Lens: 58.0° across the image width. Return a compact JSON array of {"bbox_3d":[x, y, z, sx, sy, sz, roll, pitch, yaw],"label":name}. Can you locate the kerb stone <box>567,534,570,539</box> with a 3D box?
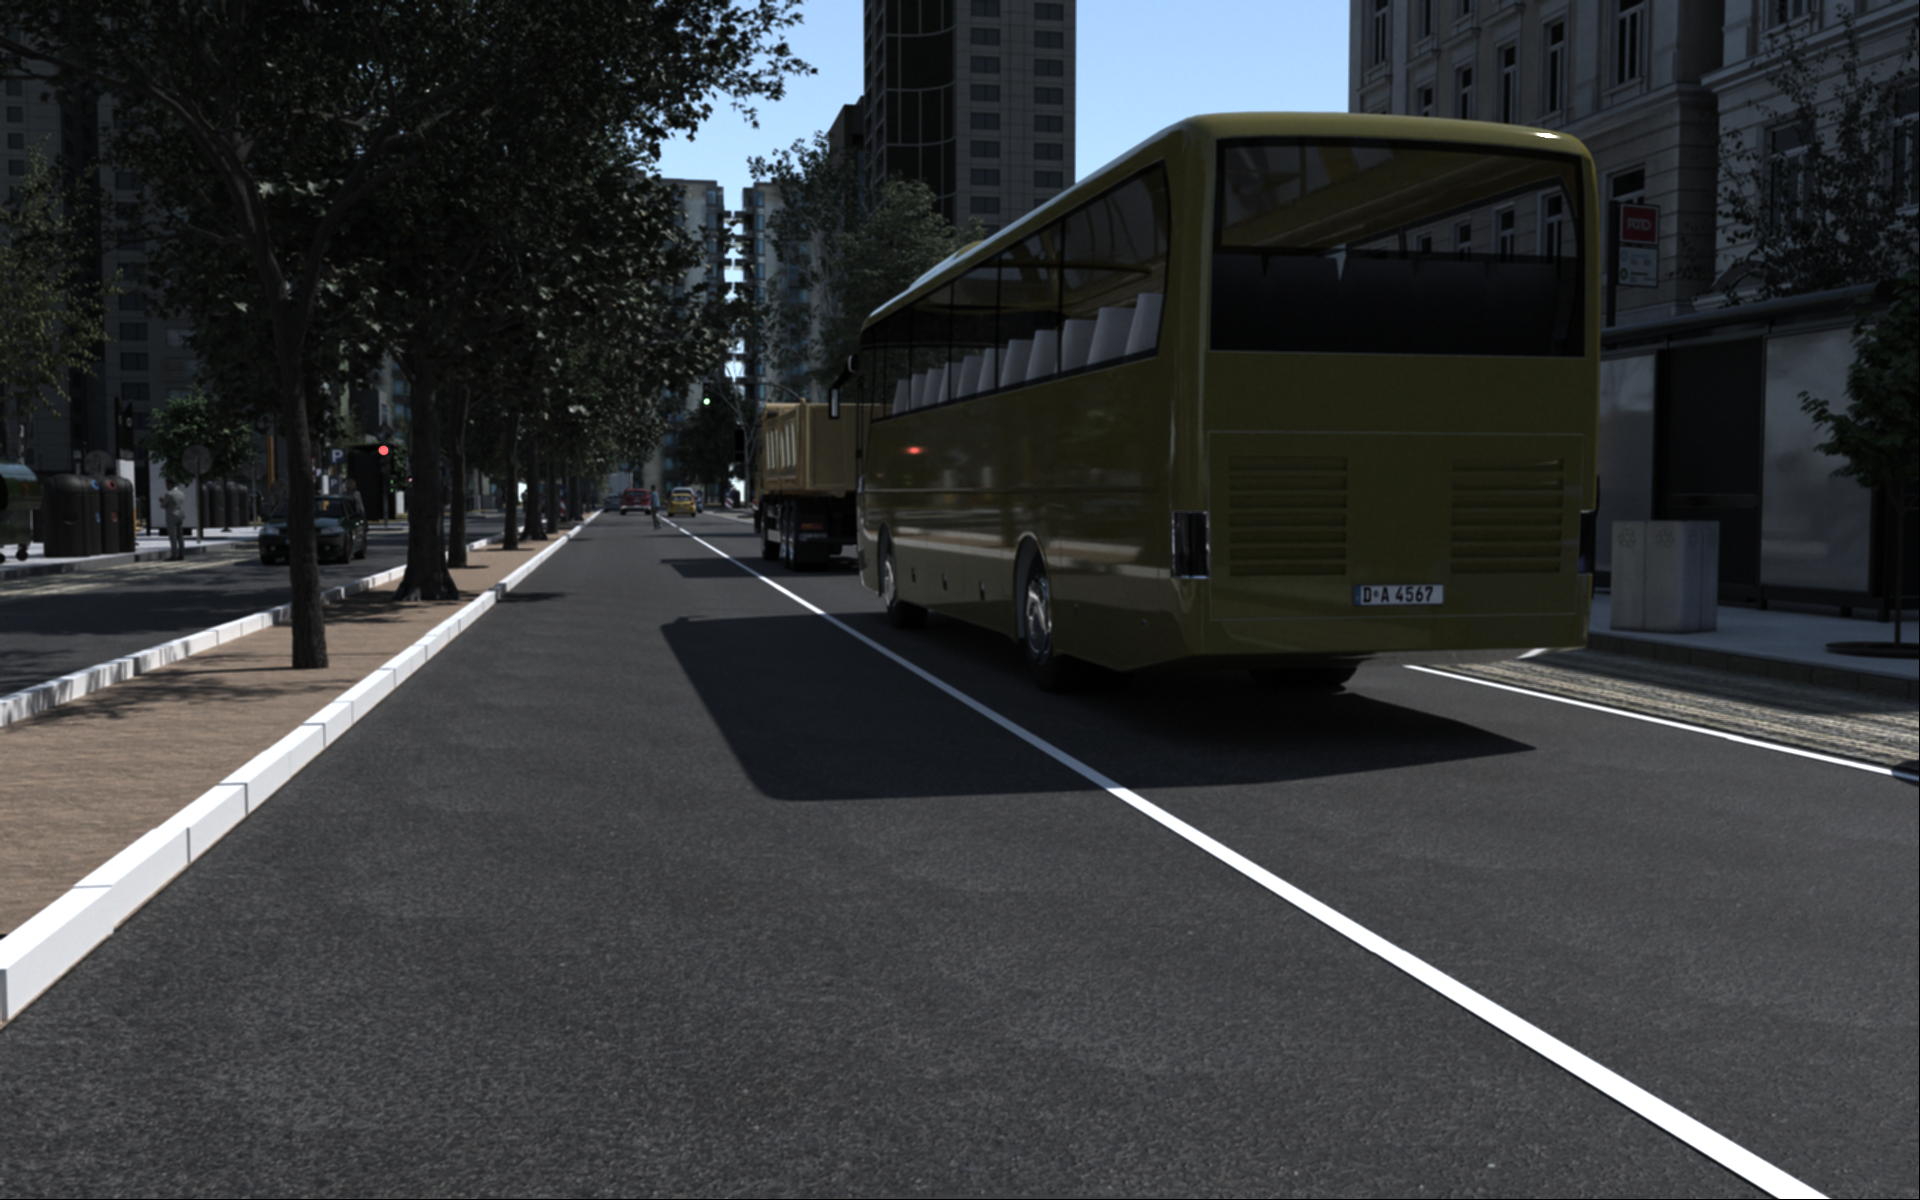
[{"bbox_3d":[-11.972,-1.848,52.476,0.120,0.150,1.000,-1,4,-11],"label":"kerb stone"}]

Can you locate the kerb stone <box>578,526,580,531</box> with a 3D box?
[{"bbox_3d":[-14.325,-2.590,64.547,0.120,0.150,1.000,-1,4,-11],"label":"kerb stone"}]

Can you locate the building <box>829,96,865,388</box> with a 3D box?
[{"bbox_3d":[-7.089,-33.421,196.548,14.600,45.320,14.200,-1,4,-11],"label":"building"}]

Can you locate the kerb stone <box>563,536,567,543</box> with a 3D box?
[{"bbox_3d":[-11.376,-1.667,49.447,0.120,0.150,1.000,-1,4,-11],"label":"kerb stone"}]

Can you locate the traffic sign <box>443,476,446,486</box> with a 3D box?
[{"bbox_3d":[-36.490,-7.456,122.003,0.768,2.556,0.104,0,4,-1],"label":"traffic sign"}]

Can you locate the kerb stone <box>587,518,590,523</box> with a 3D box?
[{"bbox_3d":[-18.160,-3.790,84.163,0.120,0.150,1.000,-1,4,-11],"label":"kerb stone"}]

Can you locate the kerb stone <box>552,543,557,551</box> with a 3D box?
[{"bbox_3d":[-10.000,-1.235,42.392,0.120,0.150,1.000,-1,4,-11],"label":"kerb stone"}]

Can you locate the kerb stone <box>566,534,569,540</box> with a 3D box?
[{"bbox_3d":[-11.778,-1.790,51.470,0.120,0.150,1.000,-1,4,-11],"label":"kerb stone"}]

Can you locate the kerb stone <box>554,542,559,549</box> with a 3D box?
[{"bbox_3d":[-10.201,-1.297,43.394,0.120,0.150,1.000,-1,4,-11],"label":"kerb stone"}]

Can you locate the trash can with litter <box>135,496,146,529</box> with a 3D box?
[{"bbox_3d":[-30.636,-3.202,63.406,1.678,1.210,2.233,2,4,28],"label":"trash can with litter"}]

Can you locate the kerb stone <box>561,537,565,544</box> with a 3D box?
[{"bbox_3d":[-11.188,-1.603,48.434,0.120,0.150,1.000,-1,4,-11],"label":"kerb stone"}]

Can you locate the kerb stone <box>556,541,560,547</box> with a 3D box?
[{"bbox_3d":[-10.392,-1.355,44.401,0.120,0.150,1.000,-1,4,-11],"label":"kerb stone"}]

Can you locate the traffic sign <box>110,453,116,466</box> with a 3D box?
[{"bbox_3d":[-26.153,-3.287,53.849,0.768,2.556,0.104,0,4,-1],"label":"traffic sign"}]

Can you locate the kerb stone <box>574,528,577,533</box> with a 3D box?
[{"bbox_3d":[-13.545,-2.340,60.531,0.120,0.150,1.000,-1,4,-11],"label":"kerb stone"}]

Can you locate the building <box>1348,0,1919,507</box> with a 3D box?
[{"bbox_3d":[21.197,-16.232,51.305,13.634,28.700,20.117,-1,4,-11],"label":"building"}]

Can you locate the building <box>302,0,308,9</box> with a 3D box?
[{"bbox_3d":[-69.494,-44.616,167.722,20.563,71.187,20.611,-1,4,-11],"label":"building"}]

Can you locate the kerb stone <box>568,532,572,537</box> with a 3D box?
[{"bbox_3d":[-12.361,-1.971,54.488,0.120,0.150,1.000,-1,4,-11],"label":"kerb stone"}]

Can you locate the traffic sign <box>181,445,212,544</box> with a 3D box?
[{"bbox_3d":[-19.729,-2.734,44.813,0.768,2.556,0.104,0,4,-8],"label":"traffic sign"}]

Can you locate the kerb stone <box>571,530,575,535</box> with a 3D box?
[{"bbox_3d":[-12.955,-2.160,57.504,0.120,0.150,1.000,-1,4,-11],"label":"kerb stone"}]

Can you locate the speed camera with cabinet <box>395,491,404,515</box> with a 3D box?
[{"bbox_3d":[-35.523,-6.965,108.218,0.660,3.252,2.038,1,4,11],"label":"speed camera with cabinet"}]

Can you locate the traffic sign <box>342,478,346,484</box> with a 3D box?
[{"bbox_3d":[-34.930,-5.884,97.385,0.795,2.450,0.064,0,4,-5],"label":"traffic sign"}]

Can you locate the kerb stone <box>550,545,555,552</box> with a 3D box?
[{"bbox_3d":[-9.809,-1.174,41.388,0.120,0.150,1.000,-1,4,-11],"label":"kerb stone"}]

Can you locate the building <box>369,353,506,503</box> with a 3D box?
[{"bbox_3d":[-79.770,-38.670,251.863,30.456,49.044,23.786,-1,4,-11],"label":"building"}]

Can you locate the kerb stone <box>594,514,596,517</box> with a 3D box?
[{"bbox_3d":[-21.098,-4.713,99.252,0.120,0.150,1.000,-1,4,-11],"label":"kerb stone"}]

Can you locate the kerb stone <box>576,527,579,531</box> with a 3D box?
[{"bbox_3d":[-13.931,-2.466,62.540,0.120,0.150,1.000,-1,4,-11],"label":"kerb stone"}]

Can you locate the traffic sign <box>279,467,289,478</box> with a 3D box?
[{"bbox_3d":[-30.954,-4.874,79.794,0.768,2.556,0.104,-1,4,-9],"label":"traffic sign"}]

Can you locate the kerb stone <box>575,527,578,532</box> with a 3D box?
[{"bbox_3d":[-13.737,-2.406,61.537,0.120,0.150,1.000,-1,4,-11],"label":"kerb stone"}]

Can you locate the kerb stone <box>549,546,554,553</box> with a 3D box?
[{"bbox_3d":[-9.611,-1.112,40.381,0.120,0.150,1.000,-1,4,-11],"label":"kerb stone"}]

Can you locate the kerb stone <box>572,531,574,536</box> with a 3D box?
[{"bbox_3d":[-12.755,-2.098,56.502,0.120,0.150,1.000,-1,4,-11],"label":"kerb stone"}]

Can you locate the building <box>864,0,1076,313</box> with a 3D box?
[{"bbox_3d":[-0.566,-45.318,179.203,20.563,71.187,20.611,-1,4,-11],"label":"building"}]

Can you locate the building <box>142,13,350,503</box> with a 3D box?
[{"bbox_3d":[-62.096,-28.622,151.564,14.154,41.232,14.086,-1,4,-11],"label":"building"}]

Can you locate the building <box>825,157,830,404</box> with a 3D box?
[{"bbox_3d":[-9.497,-32.232,210.586,14.154,41.232,14.086,-1,4,-11],"label":"building"}]

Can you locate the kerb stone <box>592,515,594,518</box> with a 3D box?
[{"bbox_3d":[-20.114,-4.402,94.212,0.120,0.150,1.000,-1,4,-11],"label":"kerb stone"}]

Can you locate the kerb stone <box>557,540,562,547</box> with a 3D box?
[{"bbox_3d":[-10.589,-1.420,45.415,0.120,0.150,1.000,-1,4,-11],"label":"kerb stone"}]

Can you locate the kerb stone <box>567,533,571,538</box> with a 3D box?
[{"bbox_3d":[-12.170,-1.913,53.481,0.120,0.150,1.000,-1,4,-11],"label":"kerb stone"}]

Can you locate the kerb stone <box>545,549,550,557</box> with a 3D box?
[{"bbox_3d":[-9.222,-0.989,38.371,0.120,0.150,1.000,-1,4,-11],"label":"kerb stone"}]

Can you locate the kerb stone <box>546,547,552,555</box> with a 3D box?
[{"bbox_3d":[-9.414,-1.051,39.375,0.120,0.150,1.000,-1,4,-11],"label":"kerb stone"}]

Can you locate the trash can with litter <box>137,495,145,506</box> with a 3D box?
[{"bbox_3d":[-64.556,-7.633,136.183,0.624,1.170,1.055,2,4,26],"label":"trash can with litter"}]

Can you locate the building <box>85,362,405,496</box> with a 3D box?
[{"bbox_3d":[-79.649,-53.745,191.408,31.000,86.520,22.319,-1,4,-11],"label":"building"}]

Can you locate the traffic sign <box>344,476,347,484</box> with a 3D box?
[{"bbox_3d":[-35.319,-6.050,100.100,0.795,2.450,0.064,0,4,-4],"label":"traffic sign"}]

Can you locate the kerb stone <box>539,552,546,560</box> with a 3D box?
[{"bbox_3d":[-8.822,-0.867,36.364,0.120,0.150,1.000,-1,4,-11],"label":"kerb stone"}]

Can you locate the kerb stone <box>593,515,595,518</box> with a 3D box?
[{"bbox_3d":[-20.517,-4.527,96.229,0.120,0.150,1.000,-1,4,-11],"label":"kerb stone"}]

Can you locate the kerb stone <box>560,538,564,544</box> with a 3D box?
[{"bbox_3d":[-10.986,-1.543,47.426,0.120,0.150,1.000,-1,4,-11],"label":"kerb stone"}]

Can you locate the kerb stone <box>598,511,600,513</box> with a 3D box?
[{"bbox_3d":[-24.241,-5.695,115.349,0.120,0.150,1.000,-1,4,-11],"label":"kerb stone"}]

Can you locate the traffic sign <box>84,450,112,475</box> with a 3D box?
[{"bbox_3d":[-25.002,-3.068,50.261,0.768,2.556,0.104,-1,4,-10],"label":"traffic sign"}]

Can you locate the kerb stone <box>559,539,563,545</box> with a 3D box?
[{"bbox_3d":[-10.792,-1.482,46.418,0.120,0.150,1.000,-1,4,-11],"label":"kerb stone"}]

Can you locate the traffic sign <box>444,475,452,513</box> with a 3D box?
[{"bbox_3d":[-33.663,-6.993,114.448,0.768,2.556,0.104,0,4,-6],"label":"traffic sign"}]

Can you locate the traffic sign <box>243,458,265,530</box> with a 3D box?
[{"bbox_3d":[-25.260,-3.786,61.999,0.768,2.556,0.104,0,4,-4],"label":"traffic sign"}]

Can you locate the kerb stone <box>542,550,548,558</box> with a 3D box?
[{"bbox_3d":[-9.025,-0.928,37.368,0.120,0.150,1.000,-1,4,-11],"label":"kerb stone"}]

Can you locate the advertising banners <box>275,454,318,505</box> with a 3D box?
[{"bbox_3d":[-29.105,-4.877,75.920,0.090,3.025,2.074,3,5,42],"label":"advertising banners"}]

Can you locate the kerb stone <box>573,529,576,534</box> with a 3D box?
[{"bbox_3d":[-13.146,-2.216,58.512,0.120,0.150,1.000,-1,4,-11],"label":"kerb stone"}]

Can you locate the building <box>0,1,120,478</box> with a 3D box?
[{"bbox_3d":[-105.204,-45.849,187.877,20.611,71.187,20.563,-1,4,-11],"label":"building"}]

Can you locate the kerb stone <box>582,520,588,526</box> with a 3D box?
[{"bbox_3d":[-16.970,-3.421,78.121,0.120,0.150,1.000,-1,4,-11],"label":"kerb stone"}]

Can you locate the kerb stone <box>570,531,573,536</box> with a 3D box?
[{"bbox_3d":[-12.555,-2.036,55.492,0.120,0.150,1.000,-1,4,-11],"label":"kerb stone"}]

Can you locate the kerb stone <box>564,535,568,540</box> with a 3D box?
[{"bbox_3d":[-11.570,-1.728,50.454,0.120,0.150,1.000,-1,4,-11],"label":"kerb stone"}]
